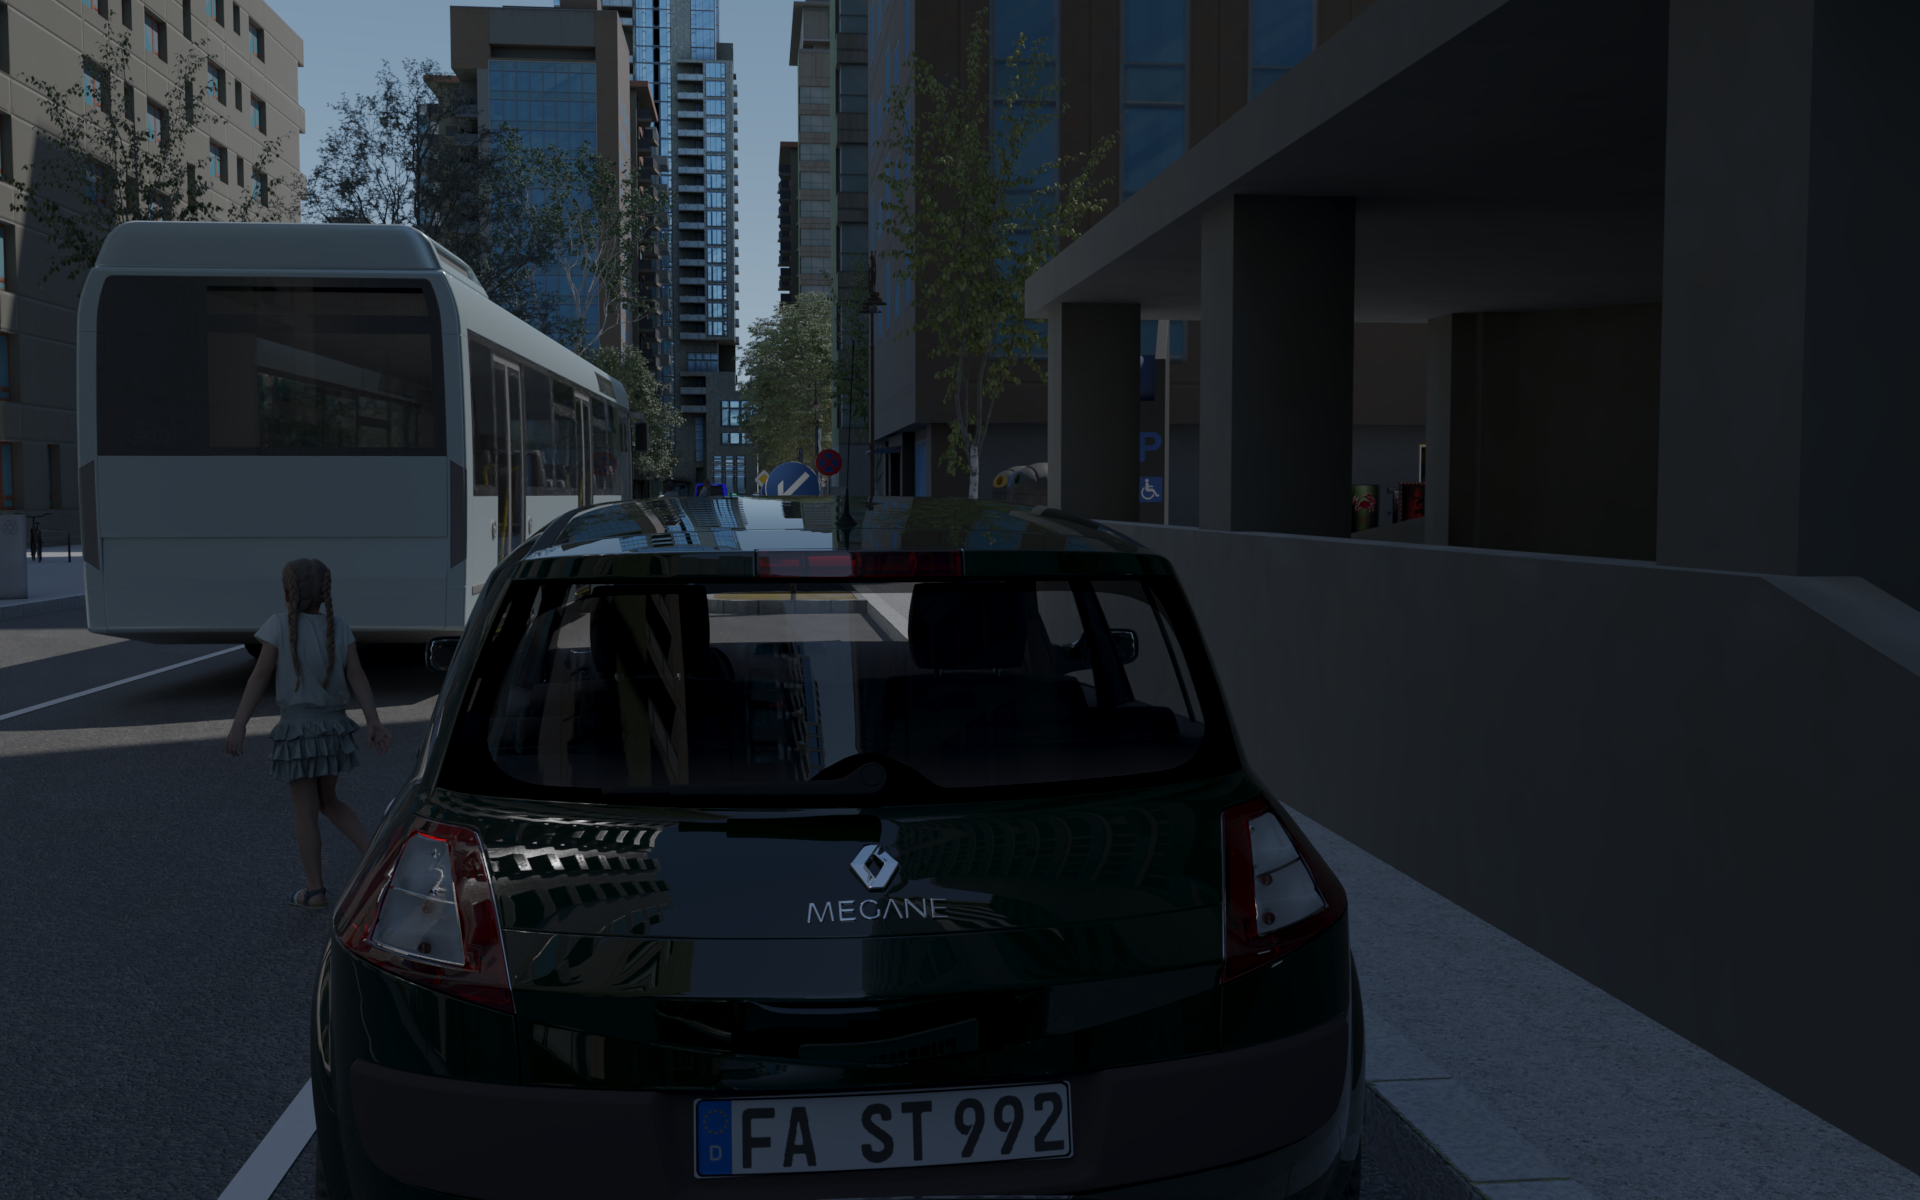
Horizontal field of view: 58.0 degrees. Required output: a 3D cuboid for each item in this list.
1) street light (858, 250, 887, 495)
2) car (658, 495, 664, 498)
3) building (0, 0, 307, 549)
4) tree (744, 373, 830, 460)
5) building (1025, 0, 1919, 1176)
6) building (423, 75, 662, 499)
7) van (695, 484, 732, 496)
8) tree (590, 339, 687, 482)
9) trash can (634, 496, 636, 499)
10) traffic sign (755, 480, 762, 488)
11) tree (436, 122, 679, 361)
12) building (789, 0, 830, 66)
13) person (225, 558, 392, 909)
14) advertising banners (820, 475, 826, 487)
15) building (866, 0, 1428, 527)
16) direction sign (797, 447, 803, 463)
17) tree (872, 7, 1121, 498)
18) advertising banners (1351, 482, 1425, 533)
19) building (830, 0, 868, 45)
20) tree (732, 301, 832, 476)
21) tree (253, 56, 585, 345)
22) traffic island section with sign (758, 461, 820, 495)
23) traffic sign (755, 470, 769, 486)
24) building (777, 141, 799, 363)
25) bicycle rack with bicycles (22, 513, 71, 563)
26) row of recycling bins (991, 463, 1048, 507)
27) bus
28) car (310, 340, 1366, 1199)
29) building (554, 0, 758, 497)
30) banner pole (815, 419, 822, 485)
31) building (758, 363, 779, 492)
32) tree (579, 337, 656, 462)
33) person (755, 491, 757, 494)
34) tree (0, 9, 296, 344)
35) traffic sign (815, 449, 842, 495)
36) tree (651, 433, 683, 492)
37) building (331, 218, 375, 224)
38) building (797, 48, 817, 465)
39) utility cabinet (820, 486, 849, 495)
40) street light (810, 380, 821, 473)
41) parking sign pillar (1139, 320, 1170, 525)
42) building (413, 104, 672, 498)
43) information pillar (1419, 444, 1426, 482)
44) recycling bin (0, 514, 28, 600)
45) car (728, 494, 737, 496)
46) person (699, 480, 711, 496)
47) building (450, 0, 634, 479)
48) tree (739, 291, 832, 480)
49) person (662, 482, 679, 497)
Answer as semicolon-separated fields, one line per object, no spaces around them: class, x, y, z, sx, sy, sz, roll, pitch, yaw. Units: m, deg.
street light;-1.669;-3.685;33.034;0.468;5.910;1.993;0;4;-7
car;-20.295;-6.613;120.488;2.083;1.381;4.827;0;4;-5
building;-37.720;-12.596;50.976;28.899;21.520;27.650;0;4;-7
tree;-11.717;-11.658;125.016;8.767;10.594;7.601;0;4;7
building;17.162;-19.418;9.367;32.217;40.220;23.993;0;4;-7
building;-42.677;-32.106;179.558;22.147;44.769;28.867;0;4;-7
van;-14.851;-6.079;103.773;2.240;2.365;5.245;0;4;-5
tree;-25.197;-12.964;128.970;9.611;12.733;9.660;0;3;0
trash can;-28.037;-8.362;148.377;0.748;1.137;0.748;0;3;0
traffic sign;-8.900;-4.578;78.498;0.795;2.450;0.064;0;4;-7
tree;-20.830;-14.239;88.701;12.611;20.169;13.585;0;3;0
building;-3.509;-36.467;185.480;28.713;52.752;27.495;0;4;-7
person;-2.233;0.464;5.937;0.382;1.210;0.505;3;5;43
advertising banners;-11.222;-8.367;132.983;2.074;3.025;0.090;0;4;-4
building;5.149;-23.893;40.759;14.600;45.320;14.200;0;4;-7
direction sign;-7.769;-5.631;84.071;0.379;3.537;0.876;-1;4;-23
tree;0.403;-4.712;27.399;4.737;8.622;4.395;0;3;0
advertising banners;5.918;-1.614;22.585;2.074;3.025;0.090;-1;4;-16
building;2.226;-23.193;62.795;14.154;41.232;14.086;0;4;-7
tree;-10.280;-12.594;112.565;9.857;13.997;8.962;0;3;0
tree;-15.334;-8.423;48.093;12.009;13.543;11.850;0;3;0
traffic island section with sign;-2.206;-0.797;21.651;1.989;1.847;2.006;0;4;-7
traffic sign;-7.970;-4.093;70.567;0.795;2.450;0.064;0;4;-7
building;-11.210;-34.164;213.210;22.147;44.769;28.867;0;4;-7
bicycle rack with bicycles;-17.925;-1.155;32.267;2.852;0.926;2.925;-3;5;-43
row of recycling bins;1.045;-1.047;24.233;1.069;1.692;3.534;0;4;-4
bus;-5.285;-1.437;18.353;2.948;3.499;13.247;0;4;-5
car;-0.397;0.331;4.380;2.009;1.686;4.222;-1;4;-8
building;-44.505;-57.018;244.912;31.000;86.520;22.319;0;4;-7
banner pole;-4.724;-4.155;57.958;0.401;3.779;0.863;-1;4;-18
building;-15.000;-24.950;252.973;28.899;21.520;27.650;0;4;-7
tree;-22.084;-10.353;103.691;8.767;10.594;7.601;1;4;14
person;-18.789;-9.124;158.205;0.750;1.759;0.617;1;4;14
tree;-12.812;-4.719;27.526;4.360;8.622;3.978;0;3;0
traffic sign;-3.712;-2.991;49.003;0.768;2.556;0.104;0;4;-6
tree;-33.937;-15.229;199.357;4.737;8.622;4.395;0;3;0
building;-86.333;-33.880;245.814;23.993;40.220;32.217;0;4;-7
building;-8.236;-29.362;163.670;14.154;41.232;14.086;0;4;-7
utility cabinet;-3.724;-2.560;50.531;0.318;1.500;1.173;2;4;34
street light;-5.848;-5.966;70.327;0.468;5.910;1.993;0;4;-7
parking sign pillar;2.662;-2.173;23.995;1.447;3.967;1.447;1;4;9
building;-51.267;-36.300;213.113;30.456;49.044;23.786;0;4;-7
information pillar;7.012;-1.296;25.679;0.304;2.012;0.304;-3;4;-36
recycling bin;-11.883;-0.530;21.226;0.722;1.027;0.722;-2;4;-35
car;-18.805;-8.074;140.812;1.959;1.807;4.718;0;4;-8
person;-6.749;-2.287;46.014;0.853;1.813;0.709;-1;4;-15
building;-37.534;-31.084;158.341;14.600;45.320;14.200;0;4;-7
tree;-8.640;-10.963;97.371;7.486;12.596;7.792;0;3;0
person;-8.172;-2.458;49.041;0.532;1.782;0.716;3;5;44
